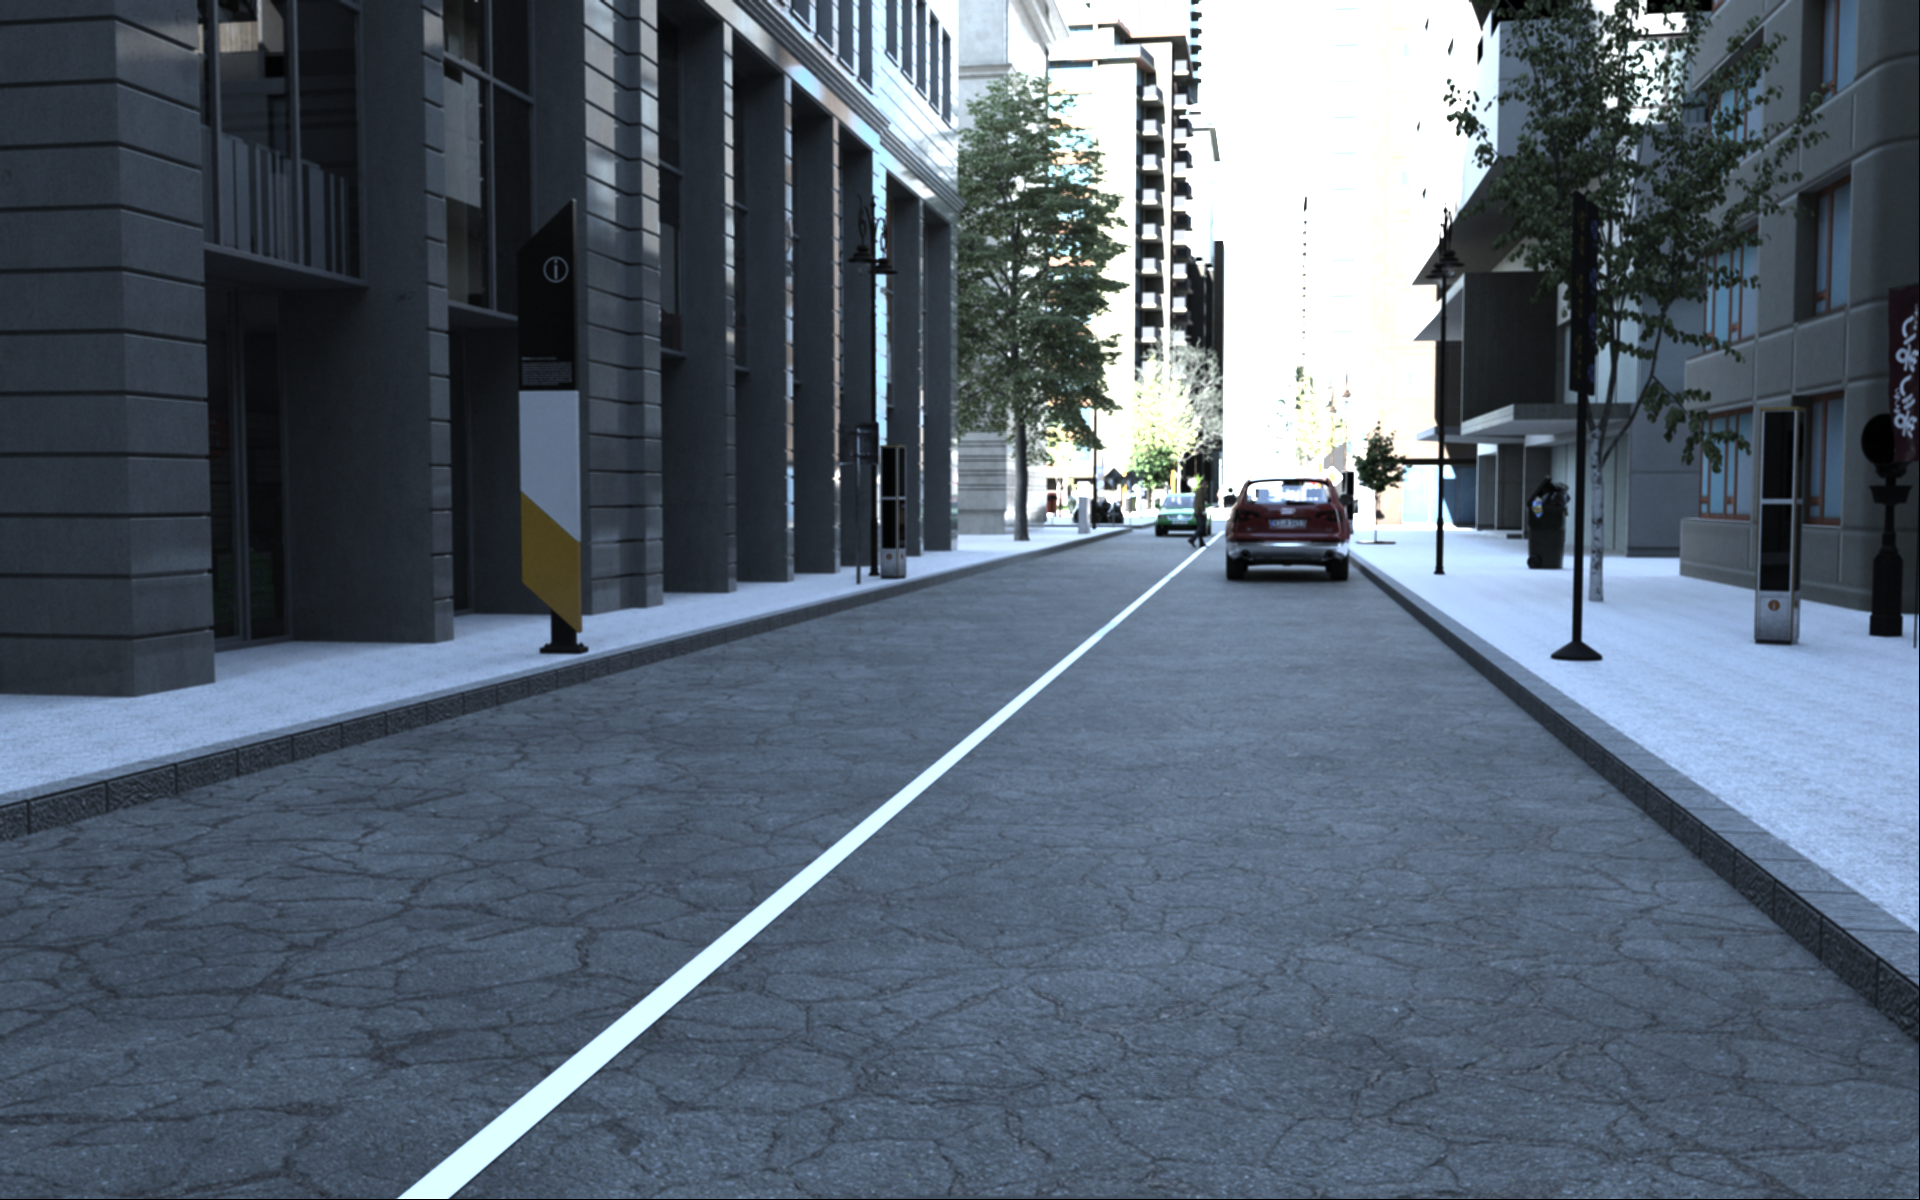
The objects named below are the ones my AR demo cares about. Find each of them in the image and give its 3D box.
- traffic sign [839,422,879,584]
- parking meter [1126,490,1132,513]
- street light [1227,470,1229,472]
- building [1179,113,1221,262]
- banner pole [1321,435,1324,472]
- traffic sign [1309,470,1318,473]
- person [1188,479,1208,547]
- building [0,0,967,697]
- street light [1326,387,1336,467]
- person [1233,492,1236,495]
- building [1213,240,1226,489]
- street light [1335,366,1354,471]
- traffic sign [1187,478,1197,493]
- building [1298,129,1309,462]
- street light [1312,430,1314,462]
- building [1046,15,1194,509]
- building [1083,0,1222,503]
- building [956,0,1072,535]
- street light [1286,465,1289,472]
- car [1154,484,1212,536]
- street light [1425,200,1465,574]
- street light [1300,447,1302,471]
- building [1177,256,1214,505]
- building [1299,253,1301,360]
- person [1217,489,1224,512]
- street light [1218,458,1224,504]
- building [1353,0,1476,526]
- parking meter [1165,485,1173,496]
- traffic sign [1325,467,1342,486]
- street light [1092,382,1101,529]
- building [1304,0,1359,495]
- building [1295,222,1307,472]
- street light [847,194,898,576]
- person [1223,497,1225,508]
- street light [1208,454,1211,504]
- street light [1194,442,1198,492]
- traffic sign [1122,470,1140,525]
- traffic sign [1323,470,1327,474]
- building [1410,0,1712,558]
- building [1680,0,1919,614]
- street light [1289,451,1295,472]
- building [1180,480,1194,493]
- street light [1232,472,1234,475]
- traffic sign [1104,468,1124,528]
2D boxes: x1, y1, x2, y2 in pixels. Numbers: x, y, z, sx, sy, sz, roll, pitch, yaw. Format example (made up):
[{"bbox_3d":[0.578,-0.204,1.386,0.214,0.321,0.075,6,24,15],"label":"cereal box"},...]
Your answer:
[{"bbox_3d":[-1.443,-1.375,24.611,0.606,2.300,0.079,1,4,18],"label":"traffic sign"},{"bbox_3d":[11.348,-6.603,116.364,0.372,1.533,0.369,0,3,0],"label":"parking meter"},{"bbox_3d":[41.184,-17.944,266.176,0.468,5.910,1.993,1,4,10],"label":"street light"},{"bbox_3d":[22.058,-40.156,245.787,28.713,52.752,27.495,1,4,10],"label":"building"},{"bbox_3d":[15.203,-5.057,72.694,0.401,3.779,0.863,1,4,8],"label":"banner pole"},{"bbox_3d":[18.900,-5.655,92.557,0.768,2.556,0.104,1,4,11],"label":"traffic sign"},{"bbox_3d":[6.471,-2.340,46.675,0.836,1.842,0.656,-3,5,-41],"label":"person"},{"bbox_3d":[-7.929,-15.165,25.435,11.434,29.767,29.804,1,4,10],"label":"building"},{"bbox_3d":[16.000,-6.221,74.499,0.468,5.910,1.993,1,4,10],"label":"street light"},{"bbox_3d":[38.258,-14.221,241.684,0.551,1.740,0.621,2,4,31],"label":"person"},{"bbox_3d":[38.129,-39.498,295.903,14.600,45.320,14.200,1,4,10],"label":"building"},{"bbox_3d":[13.993,-5.507,62.823,0.468,5.910,1.993,1,4,10],"label":"street light"},{"bbox_3d":[17.975,-8.195,134.088,0.768,2.556,0.104,1,4,11],"label":"traffic sign"},{"bbox_3d":[48.792,-32.614,187.864,22.147,44.769,28.867,1,4,10],"label":"building"},{"bbox_3d":[22.330,-8.373,109.679,0.468,5.910,1.993,1,4,10],"label":"street light"},{"bbox_3d":[10.471,-31.099,163.099,22.147,44.769,28.867,1,4,10],"label":"building"},{"bbox_3d":[30.450,-58.742,273.096,22.319,86.520,31.000,1,4,10],"label":"building"},{"bbox_3d":[-7.321,-13.710,60.319,21.152,22.565,11.583,1,4,10],"label":"building"},{"bbox_3d":[42.002,-15.128,220.134,0.468,5.910,1.993,1,4,10],"label":"street light"},{"bbox_3d":[7.793,-3.147,60.253,1.959,1.807,4.718,1,4,11],"label":"car"},{"bbox_3d":[7.678,-3.350,27.564,0.468,5.910,1.993,1,4,10],"label":"street light"},{"bbox_3d":[29.411,-10.816,149.628,0.468,5.910,1.993,1,4,10],"label":"street light"},{"bbox_3d":[23.206,-26.723,208.627,14.160,30.474,14.107,1,4,10],"label":"building"},{"bbox_3d":[59.064,-36.017,243.494,22.147,44.769,28.867,1,4,10],"label":"building"},{"bbox_3d":[21.483,-8.188,142.342,0.573,1.828,0.580,3,5,44],"label":"person"},{"bbox_3d":[34.830,-15.752,230.338,0.468,5.910,1.993,1,4,10],"label":"street light"},{"bbox_3d":[24.558,-25.922,73.940,14.200,45.320,14.600,1,4,10],"label":"building"},{"bbox_3d":[12.550,-6.015,104.053,0.399,1.863,0.255,-3,4,-36],"label":"parking meter"},{"bbox_3d":[13.639,-3.666,63.586,0.795,2.450,0.064,1,4,10],"label":"traffic sign"},{"bbox_3d":[4.906,-5.527,63.159,0.468,5.910,1.993,1,4,10],"label":"street light"},{"bbox_3d":[42.687,-37.756,159.307,21.231,58.520,28.212,1,4,10],"label":"building"},{"bbox_3d":[67.086,-40.698,289.111,21.300,48.544,21.600,1,4,10],"label":"building"},{"bbox_3d":[-1.345,-3.318,27.031,0.468,5.910,1.993,1,4,10],"label":"street light"},{"bbox_3d":[27.496,-10.353,181.001,0.697,1.427,0.421,2,4,33],"label":"person"},{"bbox_3d":[26.512,-12.919,184.016,0.468,5.910,1.993,1,4,10],"label":"street light"},{"bbox_3d":[20.216,-10.755,148.631,0.468,5.910,1.993,1,4,10],"label":"street light"},{"bbox_3d":[7.173,-4.234,72.865,0.795,2.450,0.064,1,4,10],"label":"traffic sign"},{"bbox_3d":[15.040,-4.147,71.448,0.795,2.450,0.064,1,4,10],"label":"traffic sign"},{"bbox_3d":[26.830,-27.879,45.064,28.713,52.752,27.495,1,4,10],"label":"building"},{"bbox_3d":[22.454,-10.095,10.099,27.650,21.520,28.899,1,4,10],"label":"building"},{"bbox_3d":[35.630,-12.961,184.706,0.468,5.910,1.993,1,4,10],"label":"street light"},{"bbox_3d":[10.028,-30.480,190.230,32.217,40.220,23.993,1,4,10],"label":"building"},{"bbox_3d":[47.488,-20.089,301.238,0.468,5.910,1.993,1,4,10],"label":"street light"},{"bbox_3d":[5.772,-3.753,65.003,0.795,2.450,0.064,1,4,10],"label":"traffic sign"}]
